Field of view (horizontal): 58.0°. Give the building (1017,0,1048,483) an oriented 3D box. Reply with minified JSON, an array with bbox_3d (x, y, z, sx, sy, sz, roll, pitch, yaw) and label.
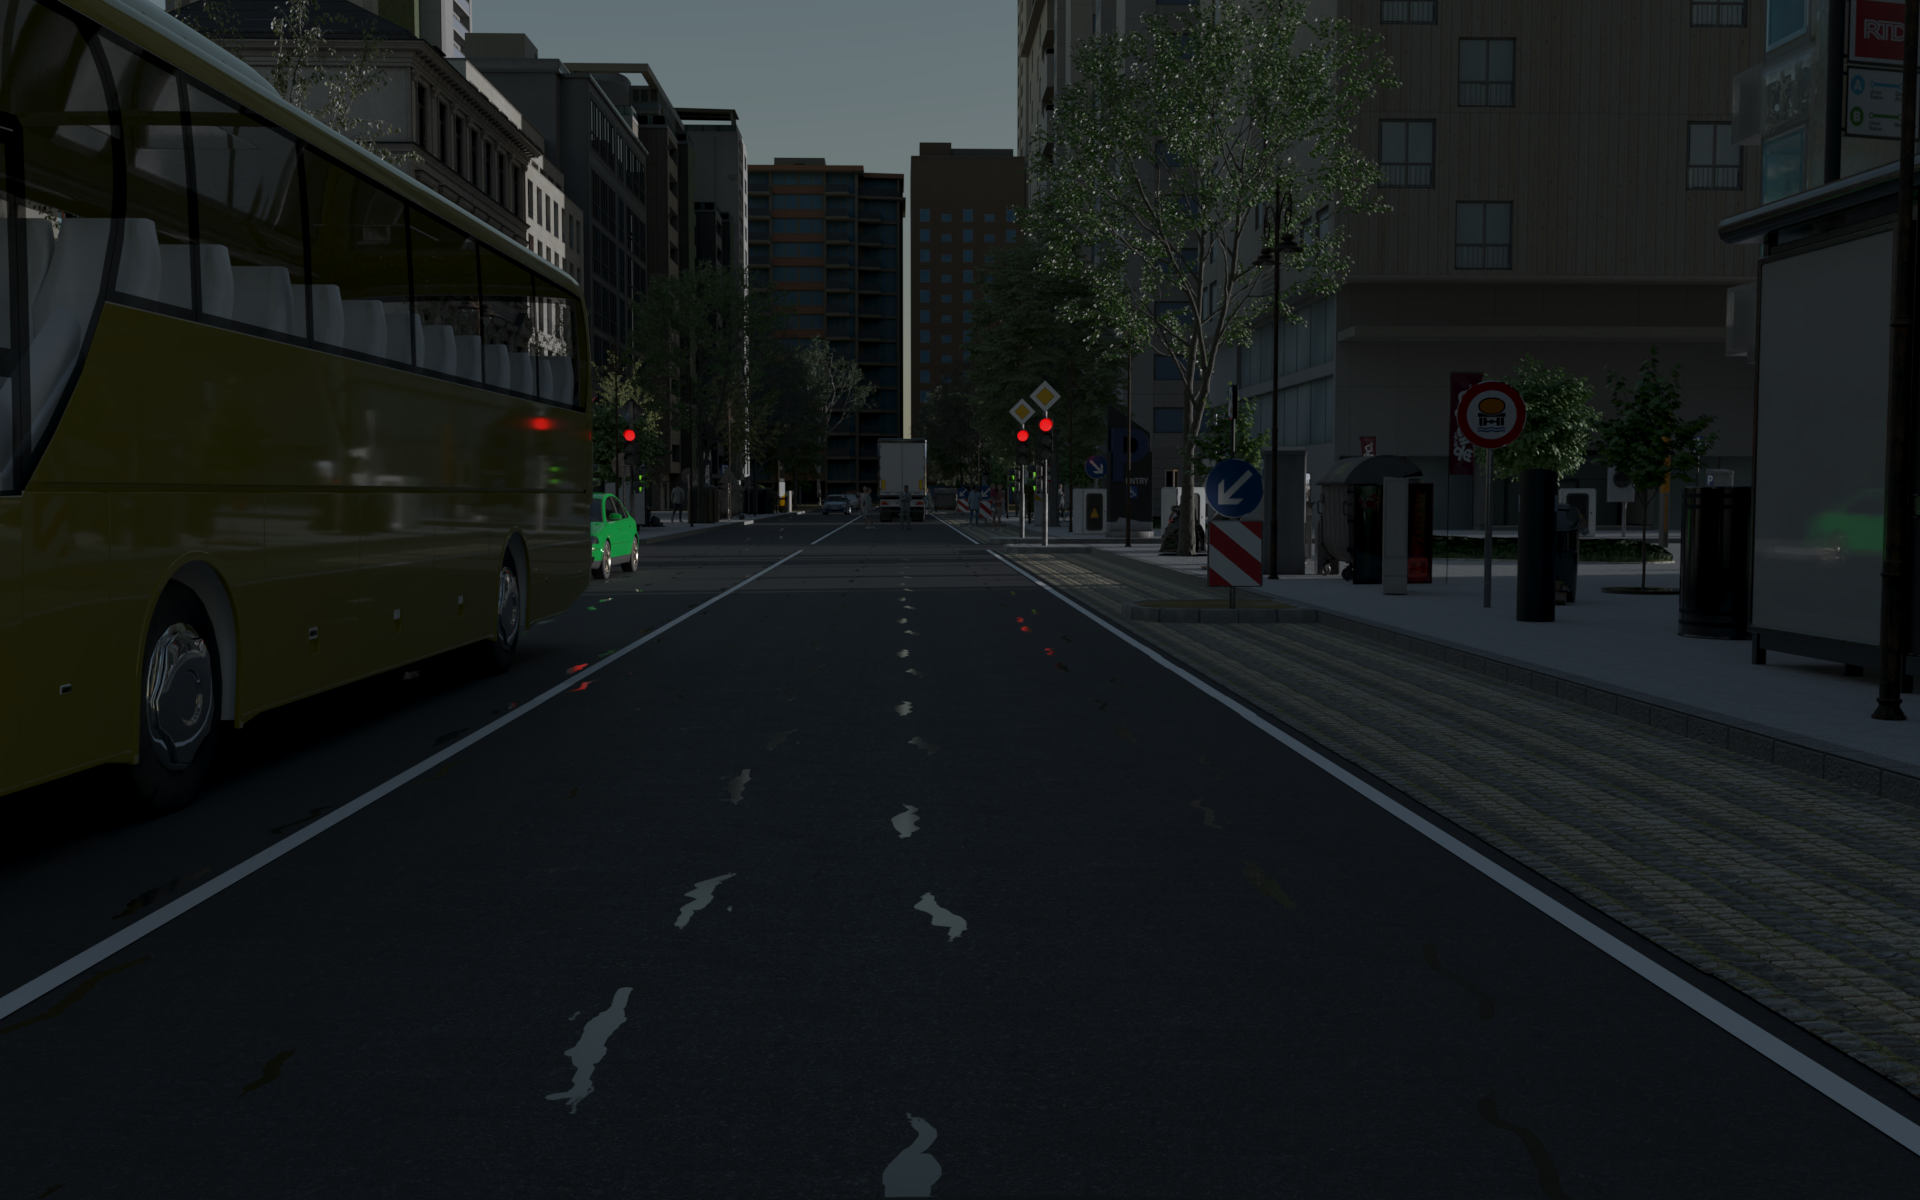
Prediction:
[{"bbox_3d":[18.307,-48.229,226.793,20.611,71.187,20.563,0,4,-2],"label":"building"}]

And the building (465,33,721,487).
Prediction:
[{"bbox_3d":[-37.663,-28.042,150.361,32.217,40.220,23.993,0,4,-2],"label":"building"}]

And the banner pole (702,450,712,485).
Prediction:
[{"bbox_3d":[-12.857,-5.943,87.177,0.863,3.779,0.401,1,4,16],"label":"banner pole"}]

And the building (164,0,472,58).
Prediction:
[{"bbox_3d":[-65.870,-39.090,181.118,28.212,58.520,21.231,0,4,-2],"label":"building"}]

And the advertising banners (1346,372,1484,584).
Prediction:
[{"bbox_3d":[6.503,-1.744,24.703,2.074,3.025,0.090,-1,4,-13],"label":"advertising banners"}]

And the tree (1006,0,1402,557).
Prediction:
[{"bbox_3d":[4.870,-6.715,35.542,9.928,11.665,9.643,0,3,0],"label":"tree"}]

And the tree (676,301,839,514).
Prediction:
[{"bbox_3d":[-12.784,-12.150,109.022,12.009,13.543,11.850,0,3,0],"label":"tree"}]

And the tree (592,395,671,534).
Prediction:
[{"bbox_3d":[-11.012,-4.409,55.796,4.285,4.588,4.351,0,3,0],"label":"tree"}]

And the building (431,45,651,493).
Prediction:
[{"bbox_3d":[-27.563,-19.055,105.054,14.314,27.812,24.014,0,4,-2],"label":"building"}]

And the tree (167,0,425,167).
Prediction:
[{"bbox_3d":[-9.324,-4.459,23.272,4.360,8.622,3.978,0,3,0],"label":"tree"}]

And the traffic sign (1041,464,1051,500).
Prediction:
[{"bbox_3d":[3.812,-4.537,74.291,0.768,2.556,0.104,0,3,0],"label":"traffic sign"}]

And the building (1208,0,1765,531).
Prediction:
[{"bbox_3d":[25.030,-29.462,70.948,27.495,52.752,28.713,0,4,-2],"label":"building"}]

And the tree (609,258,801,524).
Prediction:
[{"bbox_3d":[-11.123,-9.143,75.241,9.928,11.665,9.643,0,3,0],"label":"tree"}]

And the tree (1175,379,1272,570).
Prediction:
[{"bbox_3d":[4.478,-2.128,29.401,1.663,3.219,1.824,0,3,0],"label":"tree"}]

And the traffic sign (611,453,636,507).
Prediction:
[{"bbox_3d":[-10.334,-3.249,53.220,0.768,2.556,0.104,0,4,3],"label":"traffic sign"}]

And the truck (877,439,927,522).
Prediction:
[{"bbox_3d":[-3.108,-6.370,93.065,2.839,4.237,11.283,0,4,-2],"label":"truck"}]

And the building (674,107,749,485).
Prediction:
[{"bbox_3d":[-30.001,-30.729,186.012,14.086,41.232,14.154,0,4,-2],"label":"building"}]

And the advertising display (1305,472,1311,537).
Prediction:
[{"bbox_3d":[10.137,-2.822,51.346,0.123,1.923,0.974,3,4,36],"label":"advertising display"}]

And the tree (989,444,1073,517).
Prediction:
[{"bbox_3d":[3.235,-6.944,97.250,4.285,4.588,4.351,0,3,0],"label":"tree"}]

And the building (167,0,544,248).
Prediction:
[{"bbox_3d":[-23.270,-12.373,66.925,10.561,19.102,19.286,0,4,-2],"label":"building"}]

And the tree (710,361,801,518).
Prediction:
[{"bbox_3d":[-11.978,-8.818,94.544,4.737,8.622,4.395,0,3,0],"label":"tree"}]

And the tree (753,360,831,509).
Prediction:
[{"bbox_3d":[-14.120,-13.872,144.936,7.486,12.596,7.792,0,3,0],"label":"tree"}]

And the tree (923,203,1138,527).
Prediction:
[{"bbox_3d":[3.479,-9.112,67.105,7.486,12.596,7.792,0,3,0],"label":"tree"}]

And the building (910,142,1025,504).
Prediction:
[{"bbox_3d":[0.748,-35.087,223.778,14.200,45.320,14.600,0,4,-2],"label":"building"}]

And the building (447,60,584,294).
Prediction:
[{"bbox_3d":[-25.164,-14.080,84.954,10.420,20.320,16.860,0,4,-2],"label":"building"}]

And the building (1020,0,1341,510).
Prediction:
[{"bbox_3d":[21.459,-36.160,180.451,28.713,52.752,27.495,0,4,-2],"label":"building"}]

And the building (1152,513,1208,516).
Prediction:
[{"bbox_3d":[19.280,-34.840,111.627,21.231,58.520,28.212,0,4,-2],"label":"building"}]

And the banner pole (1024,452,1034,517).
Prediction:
[{"bbox_3d":[3.668,-6.220,91.720,0.863,3.779,0.401,2,4,34],"label":"banner pole"}]

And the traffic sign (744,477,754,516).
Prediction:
[{"bbox_3d":[-12.525,-6.162,102.876,0.606,2.300,0.079,0,4,2],"label":"traffic sign"}]

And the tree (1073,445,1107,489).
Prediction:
[{"bbox_3d":[6.922,-7.024,98.555,4.285,4.588,4.351,0,3,0],"label":"tree"}]

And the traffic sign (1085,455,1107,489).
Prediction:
[{"bbox_3d":[4.490,-3.479,56.994,0.768,2.556,0.104,0,4,7],"label":"traffic sign"}]

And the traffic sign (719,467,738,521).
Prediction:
[{"bbox_3d":[-10.887,-4.976,81.366,0.884,2.594,0.081,0,4,-1],"label":"traffic sign"}]

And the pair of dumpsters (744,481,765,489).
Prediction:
[{"bbox_3d":[-14.618,-7.409,123.628,1.574,2.255,4.437,0,4,-2],"label":"pair of dumpsters"}]

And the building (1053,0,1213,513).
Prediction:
[{"bbox_3d":[18.758,-37.314,152.084,21.231,58.520,28.212,0,4,-2],"label":"building"}]

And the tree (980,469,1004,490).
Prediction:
[{"bbox_3d":[2.337,-7.150,111.503,1.663,3.219,1.824,0,3,0],"label":"tree"}]

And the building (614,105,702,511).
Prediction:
[{"bbox_3d":[-27.918,-22.035,131.972,14.160,30.474,14.107,0,4,-2],"label":"building"}]

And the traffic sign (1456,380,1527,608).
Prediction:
[{"bbox_3d":[5.965,-1.187,19.518,0.768,2.556,0.104,0,4,6],"label":"traffic sign"}]

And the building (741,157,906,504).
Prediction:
[{"bbox_3d":[-21.565,-35.083,228.226,28.867,44.769,22.147,0,4,-2],"label":"building"}]

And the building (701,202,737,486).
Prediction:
[{"bbox_3d":[-29.730,-24.367,170.098,14.160,30.474,14.107,0,4,-2],"label":"building"}]

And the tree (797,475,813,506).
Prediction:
[{"bbox_3d":[-14.845,-10.543,166.975,1.663,3.219,1.824,0,3,0],"label":"tree"}]

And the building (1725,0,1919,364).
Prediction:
[{"bbox_3d":[22.728,-24.129,14.118,23.786,49.044,30.456,0,4,-2],"label":"building"}]

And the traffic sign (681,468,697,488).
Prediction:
[{"bbox_3d":[-13.294,-5.190,84.964,0.768,2.556,0.104,0,4,4],"label":"traffic sign"}]

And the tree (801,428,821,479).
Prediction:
[{"bbox_3d":[-14.668,-12.594,156.267,4.737,8.622,4.395,0,3,0],"label":"tree"}]
